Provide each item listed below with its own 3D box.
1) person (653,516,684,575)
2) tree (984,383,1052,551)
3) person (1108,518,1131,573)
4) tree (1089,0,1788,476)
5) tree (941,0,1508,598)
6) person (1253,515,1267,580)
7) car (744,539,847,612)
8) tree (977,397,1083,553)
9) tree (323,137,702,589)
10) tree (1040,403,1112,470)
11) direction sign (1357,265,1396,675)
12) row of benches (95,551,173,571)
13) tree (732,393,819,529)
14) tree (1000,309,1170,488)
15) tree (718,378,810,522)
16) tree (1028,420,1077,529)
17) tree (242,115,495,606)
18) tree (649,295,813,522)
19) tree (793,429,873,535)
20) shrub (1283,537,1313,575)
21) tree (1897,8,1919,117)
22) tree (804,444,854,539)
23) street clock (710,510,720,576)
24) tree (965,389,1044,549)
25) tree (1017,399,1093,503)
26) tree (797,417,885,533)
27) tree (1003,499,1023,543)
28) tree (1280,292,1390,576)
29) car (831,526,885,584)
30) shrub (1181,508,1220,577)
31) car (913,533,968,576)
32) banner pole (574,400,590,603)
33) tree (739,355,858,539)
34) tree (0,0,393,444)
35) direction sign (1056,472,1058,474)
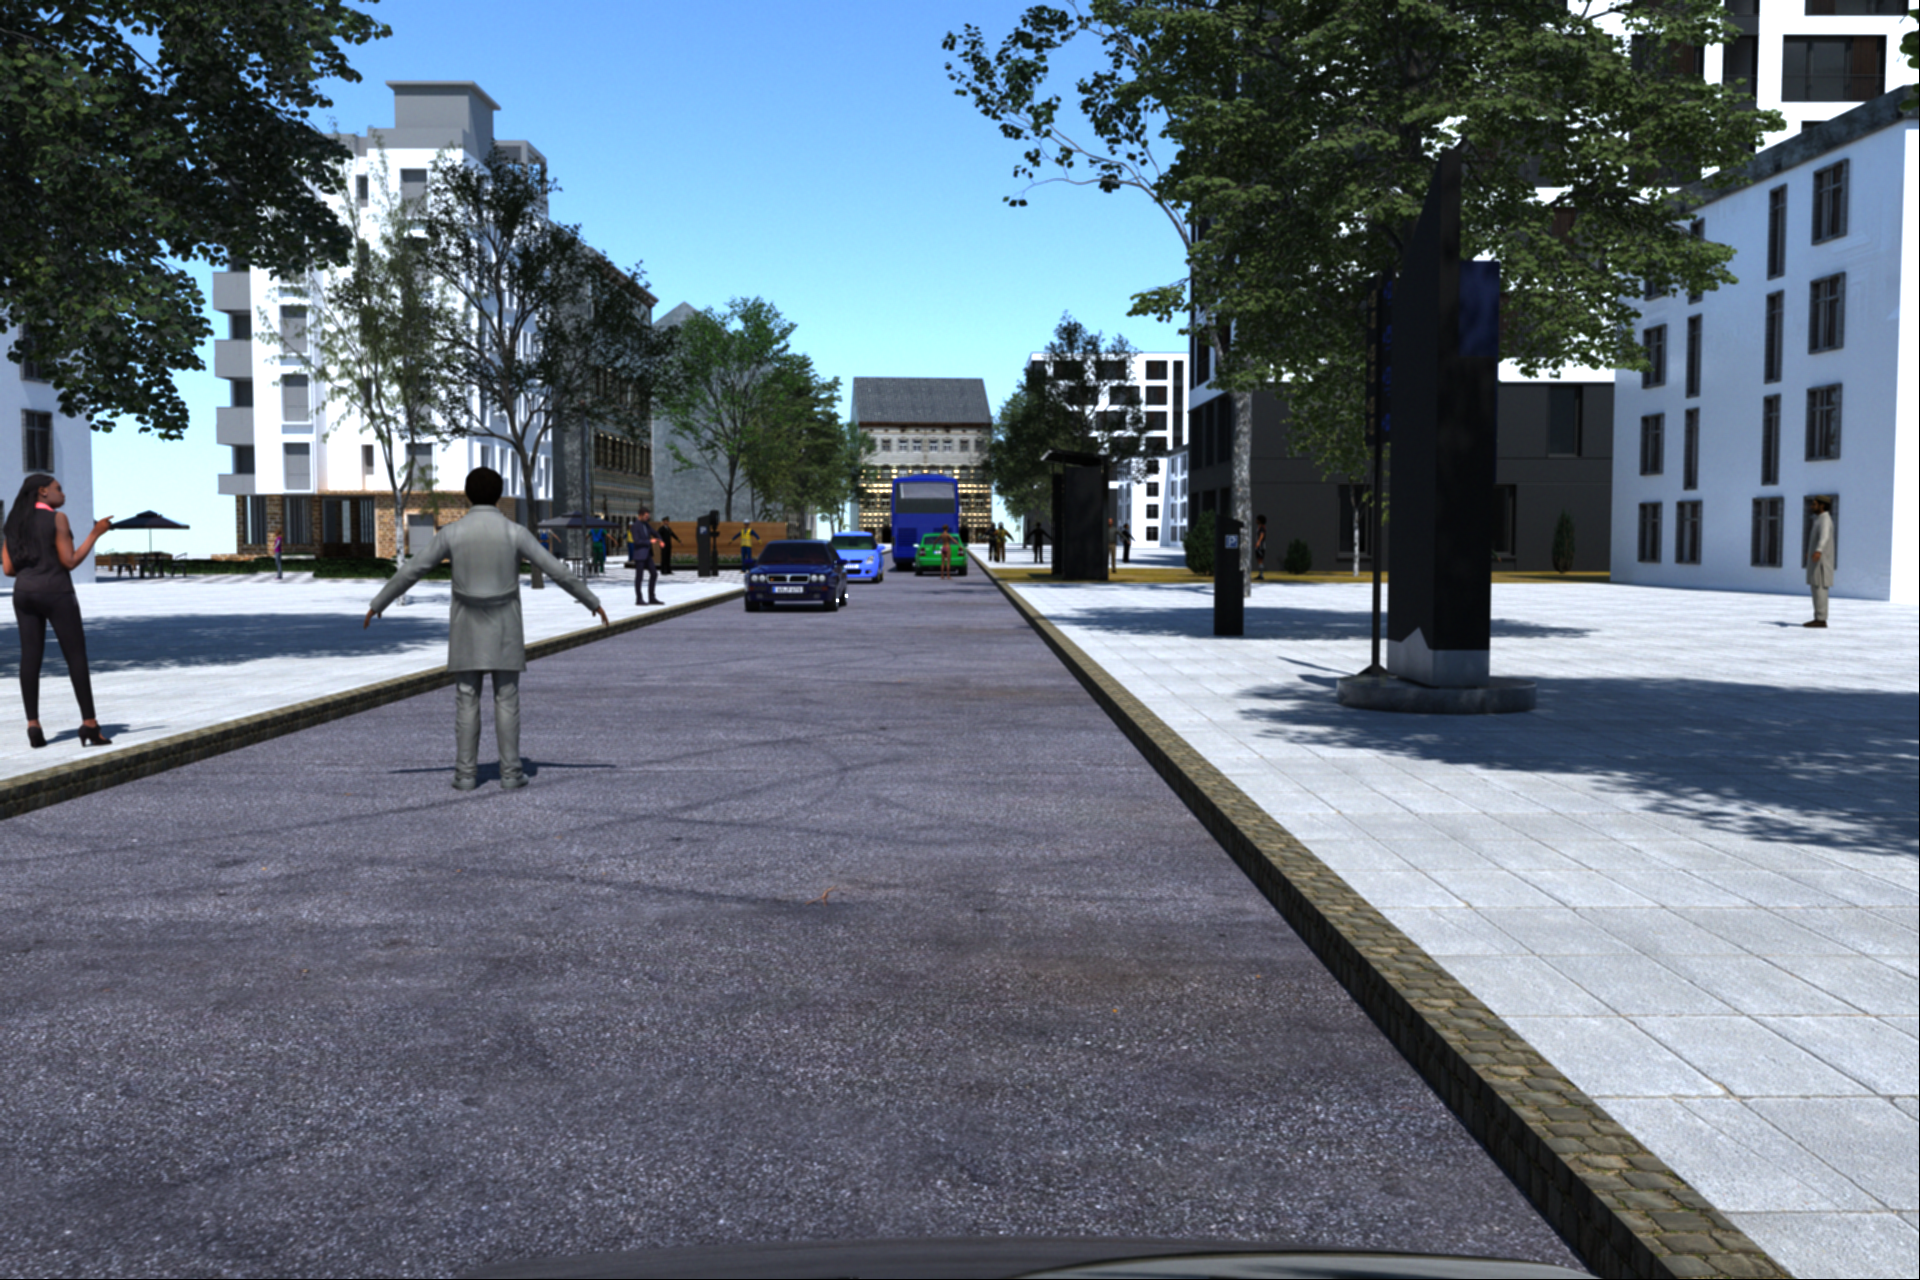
[{"bbox_3d":[-9.246,-2.977,54.604,0.705,1.837,1.347,2,4,33],"label":"person"},{"bbox_3d":[5.250,-12.966,130.125,7.486,12.596,7.792,0,3,0],"label":"tree"},{"bbox_3d":[4.946,-3.104,57.021,1.348,1.796,0.705,0,4,5],"label":"person"},{"bbox_3d":[5.372,-6.244,20.222,7.486,12.596,7.792,0,3,0],"label":"tree"},{"bbox_3d":[5.845,-11.015,35.988,12.611,20.169,13.585,0,3,0],"label":"tree"},{"bbox_3d":[8.417,-2.603,48.704,0.704,1.843,1.345,1,4,8],"label":"person"},{"bbox_3d":[-3.115,-1.265,33.259,1.945,1.354,3.894,0,3,0],"label":"car"},{"bbox_3d":[5.025,-11.182,117.236,8.767,10.594,7.601,1,4,16],"label":"tree"},{"bbox_3d":[-10.095,-6.495,40.612,8.767,10.594,7.601,-3,4,-36],"label":"tree"},{"bbox_3d":[6.189,-8.742,93.299,4.737,8.622,4.395,0,3,0],"label":"tree"},{"bbox_3d":[3.652,-1.414,15.116,0.379,3.537,0.876,0,4,-1],"label":"direction sign"},{"bbox_3d":[-29.284,-2.817,61.523,1.422,0.672,4.104,0,4,6],"label":"row of benches"},{"bbox_3d":[-10.163,-8.501,89.358,4.360,8.622,3.978,0,3,0],"label":"tree"},{"bbox_3d":[5.171,-8.448,72.540,7.601,10.594,8.767,0,4,1],"label":"tree"},{"bbox_3d":[-9.487,-8.038,81.789,4.737,8.622,4.395,0,3,0],"label":"tree"},{"bbox_3d":[5.624,-9.520,106.007,4.360,8.622,3.978,0,3,0],"label":"tree"},{"bbox_3d":[-9.894,-4.930,30.968,4.360,8.622,3.978,0,3,0],"label":"tree"},{"bbox_3d":[-9.932,-9.119,74.850,9.928,11.665,9.643,0,3,0],"label":"tree"},{"bbox_3d":[-10.548,-12.633,140.965,7.601,10.594,8.767,1,4,22],"label":"tree"},{"bbox_3d":[10.722,-2.682,54.966,1.383,1.207,1.383,0,3,0],"label":"shrub"},{"bbox_3d":[6.168,-5.360,5.770,7.486,12.596,7.792,0,3,0],"label":"tree"},{"bbox_3d":[-9.888,-11.146,132.606,4.737,8.622,4.395,0,3,0],"label":"tree"},{"bbox_3d":[-7.437,-2.930,52.482,0.358,2.002,0.471,0,4,1],"label":"street clock"},{"bbox_3d":[5.470,-14.470,146.962,12.009,13.543,11.850,0,3,0],"label":"tree"},{"bbox_3d":[5.456,-8.408,87.827,4.360,8.622,3.978,0,3,0],"label":"tree"},{"bbox_3d":[-10.454,-13.794,151.289,9.928,11.665,9.643,0,3,0],"label":"tree"},{"bbox_3d":[8.056,-17.708,239.883,4.737,8.622,4.395,0,3,0],"label":"tree"},{"bbox_3d":[11.857,-6.217,52.010,4.737,8.622,4.395,0,3,0],"label":"tree"},{"bbox_3d":[-3.167,-2.550,51.277,1.945,1.707,3.694,0,3,0],"label":"car"},{"bbox_3d":[7.553,-2.966,52.528,1.661,2.075,1.752,0,3,0],"label":"shrub"},{"bbox_3d":[-0.670,-3.169,60.617,1.959,1.807,4.718,0,4,-1],"label":"car"},{"bbox_3d":[-7.035,-2.603,32.581,0.401,3.779,0.863,0,4,-1],"label":"banner pole"},{"bbox_3d":[-10.323,-11.735,109.986,7.486,12.596,7.792,0,3,0],"label":"tree"},{"bbox_3d":[-9.592,-6.684,15.938,9.857,13.997,8.962,0,3,0],"label":"tree"},{"bbox_3d":[3.552,-4.374,63.516,0.379,3.537,0.876,0,4,-1],"label":"direction sign"}]
